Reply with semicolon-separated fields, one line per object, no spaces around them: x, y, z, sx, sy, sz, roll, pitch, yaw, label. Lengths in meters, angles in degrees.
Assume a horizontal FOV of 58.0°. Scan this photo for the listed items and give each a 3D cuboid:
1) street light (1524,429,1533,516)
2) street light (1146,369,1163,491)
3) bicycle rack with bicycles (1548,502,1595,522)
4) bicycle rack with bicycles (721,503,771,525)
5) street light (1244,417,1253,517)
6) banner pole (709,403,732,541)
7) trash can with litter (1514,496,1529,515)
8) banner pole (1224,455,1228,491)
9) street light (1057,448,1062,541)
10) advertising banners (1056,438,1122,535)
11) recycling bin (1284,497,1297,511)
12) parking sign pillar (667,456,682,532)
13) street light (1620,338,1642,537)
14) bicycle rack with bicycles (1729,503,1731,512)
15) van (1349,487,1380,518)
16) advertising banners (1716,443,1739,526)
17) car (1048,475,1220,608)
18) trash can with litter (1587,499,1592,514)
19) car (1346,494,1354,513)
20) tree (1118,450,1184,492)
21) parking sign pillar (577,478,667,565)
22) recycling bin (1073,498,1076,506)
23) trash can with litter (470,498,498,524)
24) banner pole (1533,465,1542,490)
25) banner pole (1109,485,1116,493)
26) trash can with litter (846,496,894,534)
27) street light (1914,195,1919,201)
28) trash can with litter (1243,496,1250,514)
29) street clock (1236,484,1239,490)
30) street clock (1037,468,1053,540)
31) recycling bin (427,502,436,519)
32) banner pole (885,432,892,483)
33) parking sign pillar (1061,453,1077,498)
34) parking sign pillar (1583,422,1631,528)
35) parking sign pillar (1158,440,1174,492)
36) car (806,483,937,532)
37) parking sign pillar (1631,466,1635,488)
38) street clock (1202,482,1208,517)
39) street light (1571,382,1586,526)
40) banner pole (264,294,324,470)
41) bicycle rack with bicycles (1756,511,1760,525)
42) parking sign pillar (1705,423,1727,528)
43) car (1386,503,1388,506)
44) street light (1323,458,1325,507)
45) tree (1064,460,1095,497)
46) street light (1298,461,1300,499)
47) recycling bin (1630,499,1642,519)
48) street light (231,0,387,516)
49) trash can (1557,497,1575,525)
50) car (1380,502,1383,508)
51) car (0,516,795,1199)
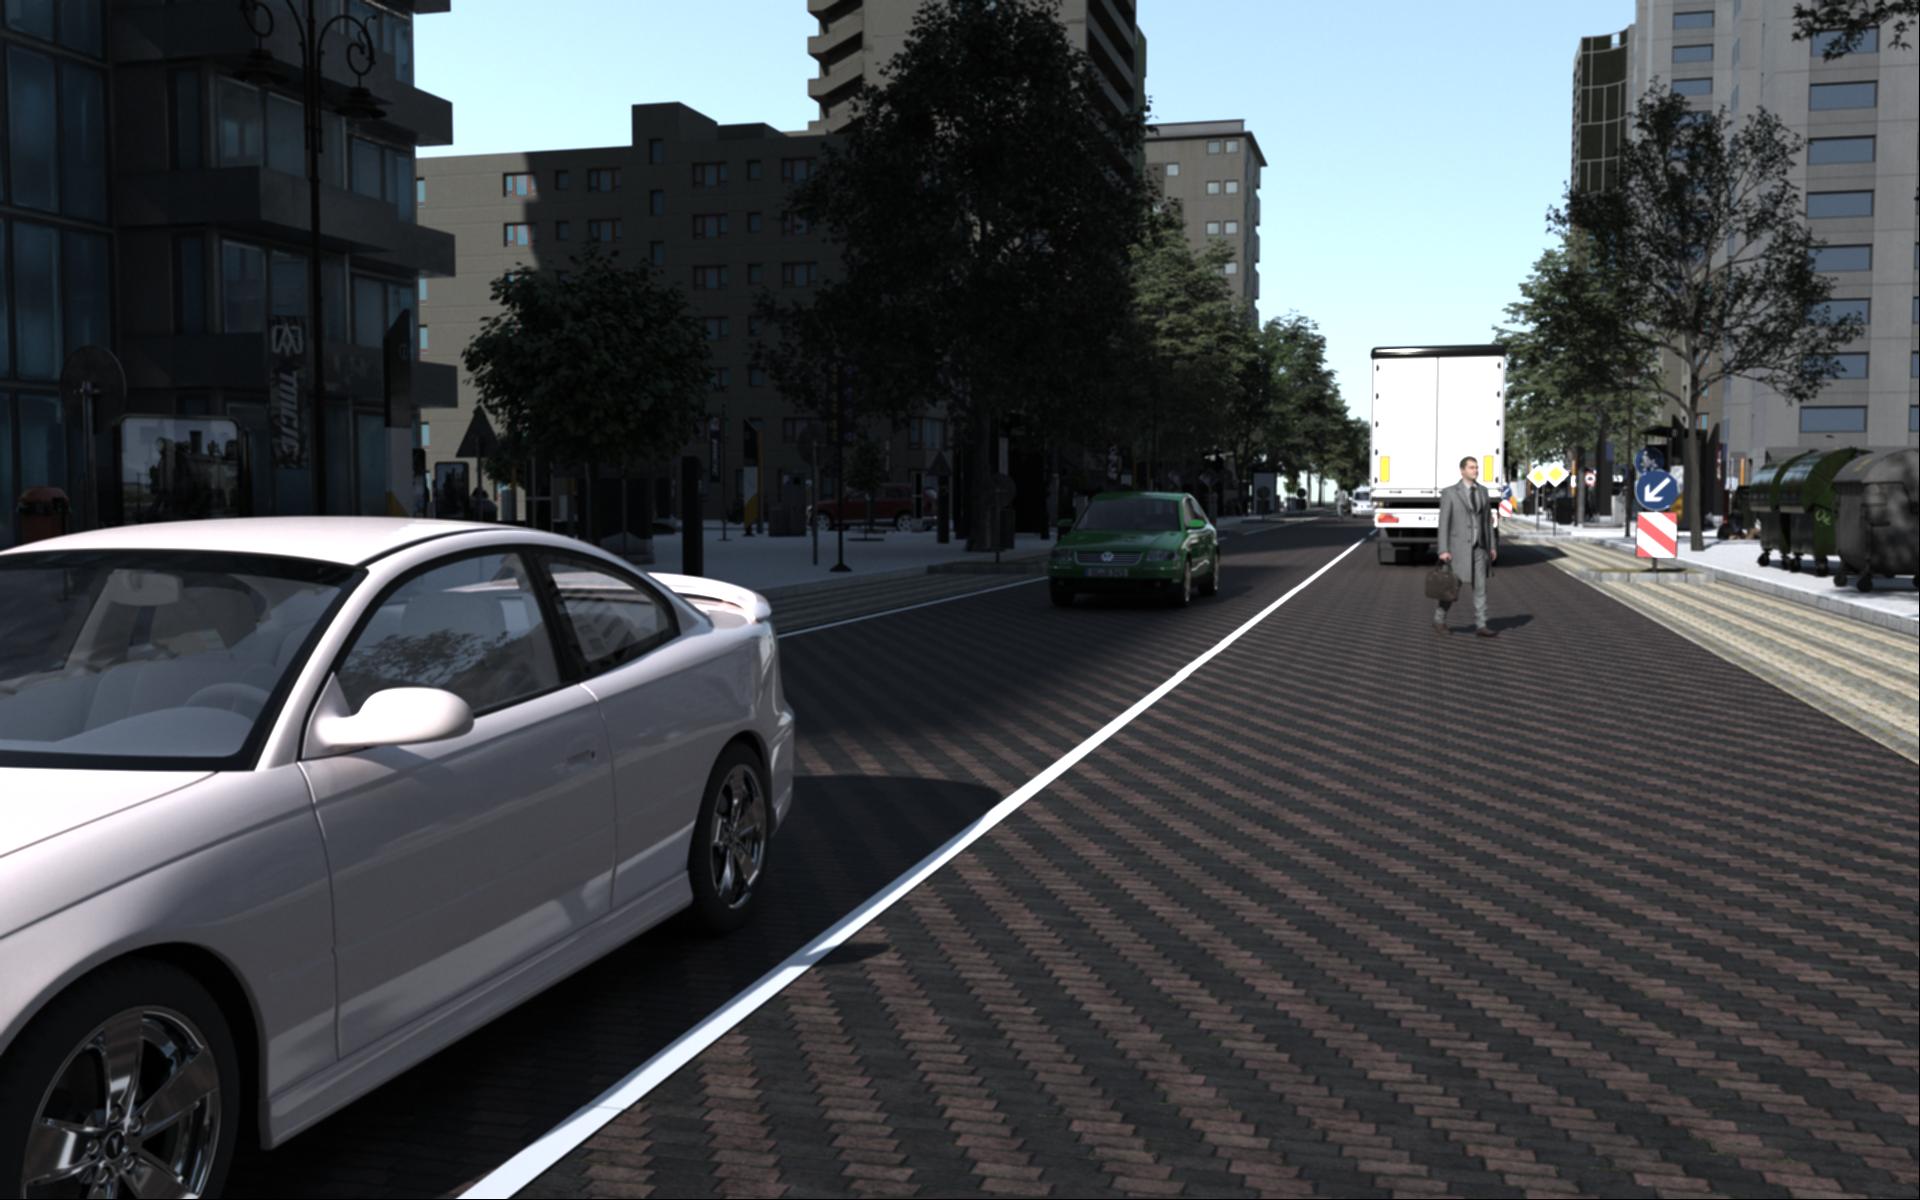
32.940;-7.807;100.430;0.468;5.910;1.993;1;4;15;street light
7.177;-5.571;63.876;0.468;5.910;1.993;1;4;15;street light
28.327;-4.040;79.434;2.925;0.926;2.852;1;4;9;bicycle rack with bicycles
-8.860;-3.641;72.913;2.852;0.926;2.925;3;5;45;bicycle rack with bicycles
15.949;-7.544;96.131;0.468;5.910;1.993;1;4;15;street light
-6.604;-3.510;47.413;0.401;3.779;0.863;2;4;30;banner pole
35.242;-5.930;108.345;1.055;1.170;0.624;0;4;1;trash can with litter
17.114;-7.443;111.715;0.401;3.779;0.863;3;4;37;banner pole
2.701;-4.527;46.809;0.468;5.910;1.993;1;4;15;street light
4.034;-3.549;54.207;2.074;3.025;0.090;0;4;3;advertising banners
25.782;-7.501;135.195;0.722;1.027;0.722;3;5;43;recycling bin
-9.958;-4.302;58.812;1.447;3.967;1.447;0;4;1;parking sign pillar
19.870;-4.807;51.380;0.468;5.910;1.993;1;4;15;street light
30.877;-3.678;73.521;2.852;0.926;2.925;3;5;43;bicycle rack with bicycles
24.641;-6.004;105.183;2.013;2.044;4.112;1;4;14;van
26.282;-3.863;59.344;0.090;3.025;2.074;0;4;4;advertising banners
2.418;-0.893;23.404;1.959;1.807;4.718;1;4;16;car
40.327;-6.096;111.057;1.055;1.170;0.624;2;4;27;trash can with litter
30.629;-7.503;132.900;2.015;1.641;3.980;1;4;15;car
13.108;-8.703;126.008;4.285;4.588;4.351;0;3;0;tree
-6.348;-2.650;31.807;1.447;3.967;1.447;0;4;5;parking sign pillar
7.101;-6.034;111.209;0.722;1.027;0.722;0;4;-1;recycling bin
-11.654;-1.940;43.114;0.624;1.170;1.055;-3;4;-39;trash can with litter
43.041;-8.497;128.944;0.863;3.779;0.401;3;5;42;banner pole
10.698;-8.050;121.640;0.863;3.779;0.401;1;4;17;banner pole
-2.943;-2.773;56.398;1.678;1.210;2.233;-1;4;-12;trash can with litter
11.441;-2.890;20.047;0.468;5.910;1.993;1;4;15;street light
18.378;-6.175;112.347;0.624;1.170;1.055;2;4;29;trash can with litter
20.662;-7.566;128.273;0.358;2.002;0.471;3;5;44;street clock
2.400;-2.704;48.775;0.358;2.002;0.471;3;4;36;street clock
-16.529;-2.596;55.001;0.722;1.027;0.722;-2;4;-33;recycling bin
-2.799;-4.791;68.351;0.401;3.779;0.863;1;4;19;banner pole
7.026;-7.638;113.358;1.447;3.967;1.447;3;5;41;parking sign pillar
24.453;-4.728;65.776;1.447;3.967;1.447;1;4;12;parking sign pillar
10.411;-6.045;87.309;1.447;3.967;1.447;2;4;25;parking sign pillar
-3.059;-3.263;62.024;5.304;1.827;2.281;1;4;16;car
44.201;-7.753;115.241;1.447;3.967;1.447;-3;5;-44;parking sign pillar
11.919;-4.870;84.190;0.358;2.002;0.471;0;4;8;street clock
24.396;-5.850;68.433;0.468;5.910;1.993;1;4;15;street light
-8.161;-1.926;21.511;0.863;3.779;0.401;-3;5;-40;banner pole
37.351;-3.976;78.389;2.925;0.926;2.852;-1;4;-17;bicycle rack with bicycles
28.955;-4.766;66.404;1.447;3.967;1.447;0;4;8;parking sign pillar
20.074;-3.980;77.434;2.083;1.381;4.827;1;4;16;car
35.894;-12.112;170.813;0.468;5.910;1.993;1;4;15;street light
6.709;-6.168;95.444;1.663;3.219;1.824;0;3;0;tree
27.062;-10.113;138.136;0.468;5.910;1.993;1;4;15;street light
34.499;-4.629;88.241;0.722;1.027;0.722;0;4;5;recycling bin
-5.743;-2.611;15.479;0.468;5.910;1.993;1;4;15;street light
25.194;-3.699;72.125;0.748;1.137;0.748;0;3;0;trash can
38.019;-8.963;156.770;2.015;1.641;3.980;1;4;17;car
-1.942;0.475;4.602;2.083;1.381;4.827;1;4;15;car
